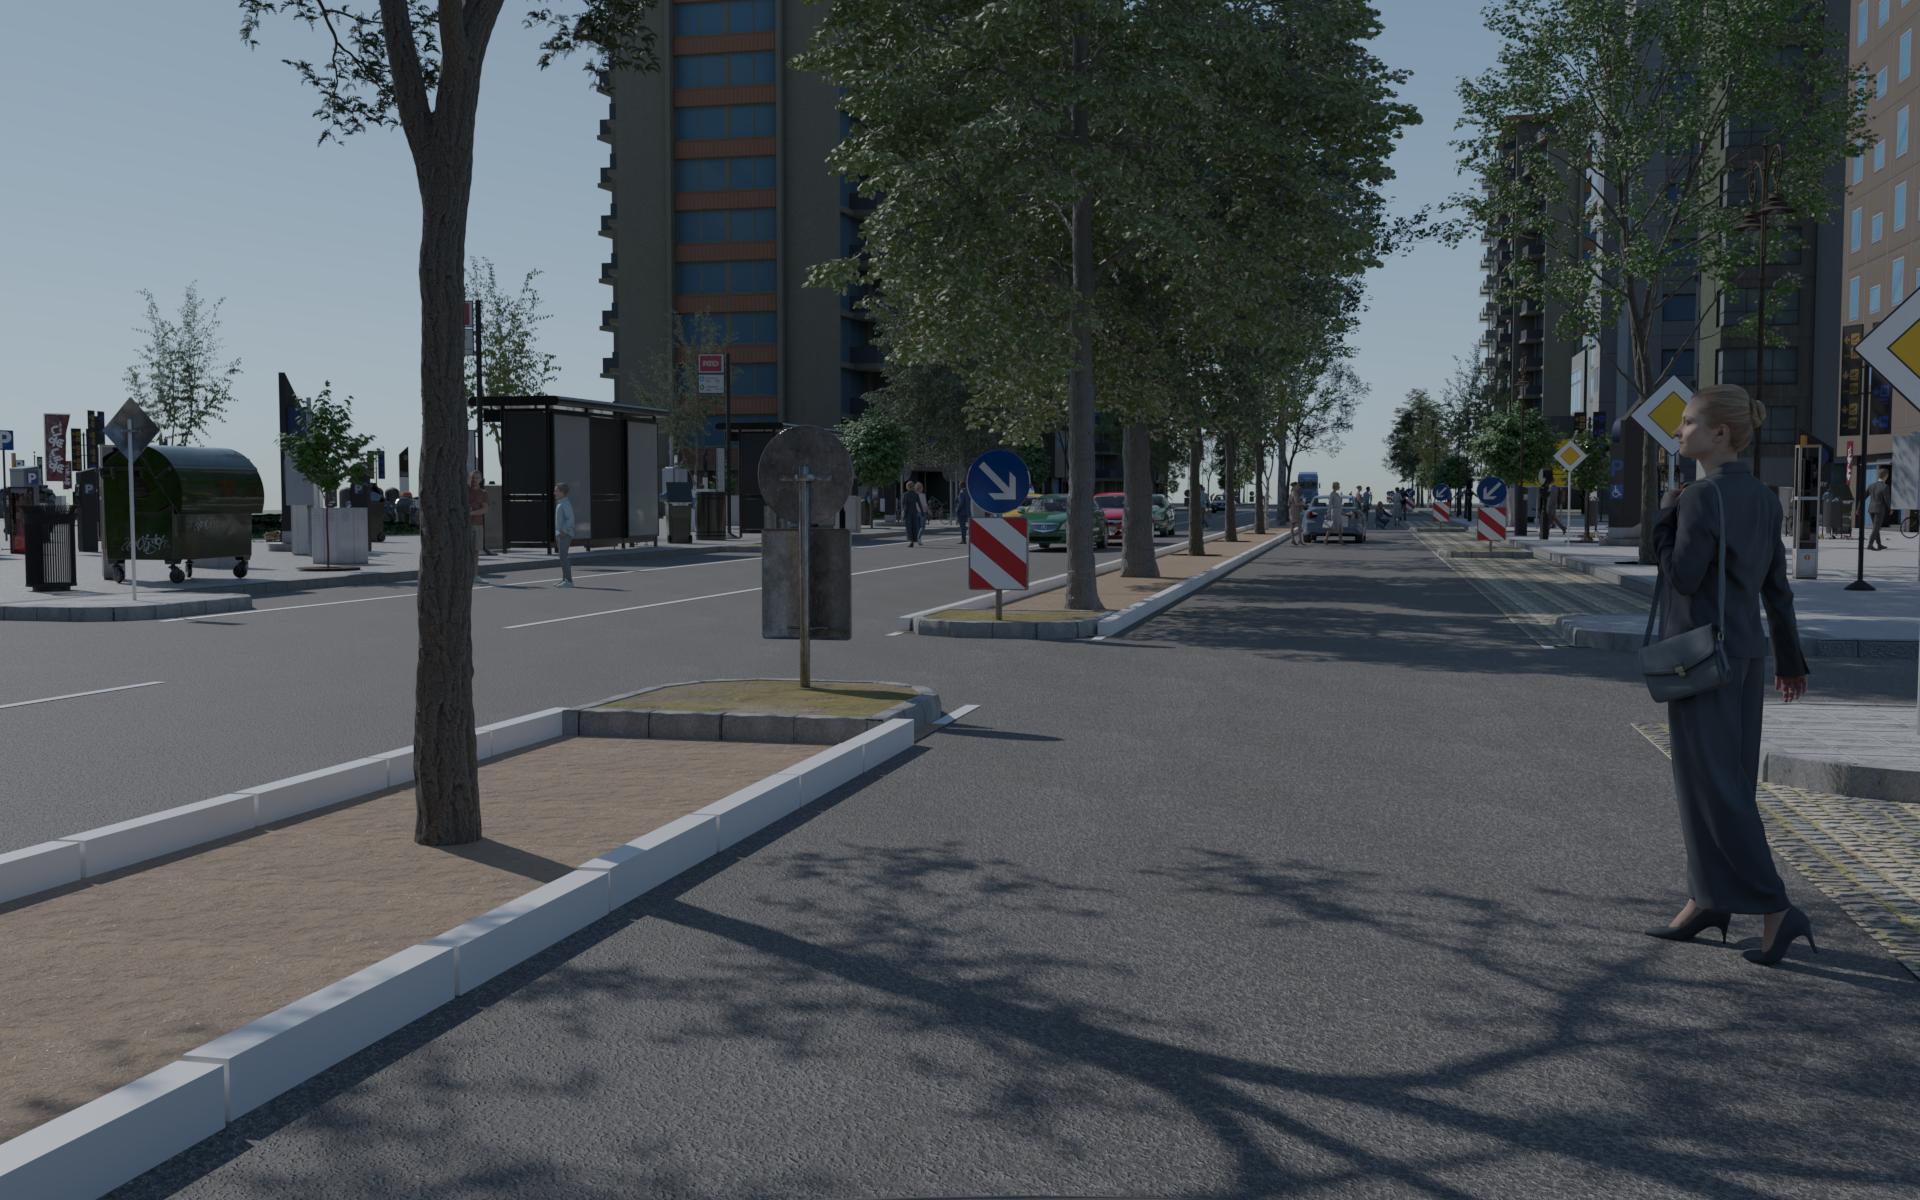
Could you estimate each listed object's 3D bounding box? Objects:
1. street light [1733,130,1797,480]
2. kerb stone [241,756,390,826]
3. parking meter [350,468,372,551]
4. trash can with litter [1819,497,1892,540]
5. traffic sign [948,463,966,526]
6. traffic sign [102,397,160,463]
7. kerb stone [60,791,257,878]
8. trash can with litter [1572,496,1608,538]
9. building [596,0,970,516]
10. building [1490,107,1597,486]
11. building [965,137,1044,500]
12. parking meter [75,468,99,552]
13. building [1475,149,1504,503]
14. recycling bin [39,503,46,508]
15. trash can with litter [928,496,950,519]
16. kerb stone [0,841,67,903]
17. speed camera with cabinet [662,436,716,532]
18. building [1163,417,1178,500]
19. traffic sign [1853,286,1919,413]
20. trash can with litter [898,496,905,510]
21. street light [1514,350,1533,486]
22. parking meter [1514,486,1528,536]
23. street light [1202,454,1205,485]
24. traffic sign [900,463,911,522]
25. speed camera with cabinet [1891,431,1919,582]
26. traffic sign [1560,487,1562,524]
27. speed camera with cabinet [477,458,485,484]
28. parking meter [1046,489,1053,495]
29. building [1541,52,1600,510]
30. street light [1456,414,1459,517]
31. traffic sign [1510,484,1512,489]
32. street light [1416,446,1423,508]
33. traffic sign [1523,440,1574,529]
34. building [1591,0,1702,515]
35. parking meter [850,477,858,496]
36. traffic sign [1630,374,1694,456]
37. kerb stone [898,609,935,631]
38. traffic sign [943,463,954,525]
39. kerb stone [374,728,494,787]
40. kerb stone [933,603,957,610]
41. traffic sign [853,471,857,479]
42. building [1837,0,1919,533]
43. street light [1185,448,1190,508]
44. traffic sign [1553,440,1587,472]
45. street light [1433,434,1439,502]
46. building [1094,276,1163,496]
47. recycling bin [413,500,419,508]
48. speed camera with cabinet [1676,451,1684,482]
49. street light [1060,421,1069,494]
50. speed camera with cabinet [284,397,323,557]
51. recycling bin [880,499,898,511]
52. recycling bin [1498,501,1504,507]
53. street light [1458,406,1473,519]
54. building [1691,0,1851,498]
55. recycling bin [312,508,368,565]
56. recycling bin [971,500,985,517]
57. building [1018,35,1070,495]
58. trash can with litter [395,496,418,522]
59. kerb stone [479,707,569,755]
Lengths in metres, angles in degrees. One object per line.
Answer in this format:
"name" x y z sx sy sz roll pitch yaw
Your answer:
"street light" 10.382 -3.039 22.477 0.468 5.910 1.993 1 4 13
"kerb stone" -2.949 0.873 7.920 0.120 0.150 1.000 1 4 13
"parking meter" -13.442 -2.027 38.845 0.399 1.863 0.255 0 4 5
"trash can with litter" 24.916 -2.302 48.687 2.233 1.210 1.678 3 5 42
"traffic sign" -0.134 -4.307 70.518 0.768 2.556 0.104 1 4 18
"traffic sign" -9.977 -1.143 20.874 0.795 2.593 0.064 1 4 13
"kerb stone" -3.182 0.935 6.914 0.120 0.150 1.000 1 4 13
"trash can with litter" 18.911 -2.446 51.047 1.678 1.210 2.233 3 5 44
"building" -10.961 -28.023 112.808 22.147 44.769 28.867 1 4 13
"building" 71.882 -33.078 195.457 22.147 44.769 28.867 1 4 13
"building" -4.139 -42.688 136.208 20.563 71.187 20.611 1 4 13
"parking meter" -19.402 -2.003 38.466 0.255 1.863 0.399 3 5 40
"building" 79.314 -37.019 224.872 23.786 49.044 30.456 1 4 13
"recycling bin" -25.863 -2.179 48.183 0.722 1.027 0.722 -3 5 -42
"trash can with litter" -1.100 -4.795 89.788 1.055 1.170 0.624 -1 4 -12
"kerb stone" -3.420 0.998 5.920 0.120 0.150 1.000 1 4 13
"speed camera with cabinet" -9.182 -3.964 59.145 2.038 3.252 0.660 2 4 29
"building" 17.333 -35.250 230.967 22.147 44.769 28.867 1 4 13
"traffic sign" 5.125 -0.424 9.115 0.795 2.593 0.064 1 4 13
"trash can with litter" -2.873 -5.163 95.808 1.055 1.170 0.624 -1 4 -9
"street light" 18.091 -5.073 55.727 0.468 5.910 1.993 1 4 13
"parking meter" 17.229 -2.737 53.164 0.372 1.533 0.369 0 3 0
"street light" 25.012 -12.579 178.454 0.468 5.910 1.993 1 4 13
"traffic sign" -2.353 -4.297 70.359 0.768 2.556 0.104 1 4 20
"speed camera with cabinet" 14.869 -1.916 25.655 2.038 3.252 0.660 -1 4 -13
"traffic sign" 23.311 -4.101 67.155 0.768 2.556 0.104 1 4 22
"speed camera with cabinet" -27.134 -6.159 95.036 2.038 3.252 0.660 -1 4 -22
"parking meter" 4.849 -5.231 93.931 0.372 1.533 0.369 0 3 0
"building" 57.707 -50.202 133.469 22.319 86.520 31.000 1 4 13
"street light" 27.845 -7.579 96.709 0.468 5.910 1.993 1 4 13
"traffic sign" 22.678 -4.356 71.323 0.768 2.556 0.104 1 4 16
"street light" 46.702 -12.486 176.930 0.468 5.910 1.993 1 4 13
"traffic sign" 21.642 -4.282 63.878 2.265 3.308 0.079 1 4 14
"building" 50.321 -34.477 105.700 21.231 58.520 28.212 1 4 13
"parking meter" -3.754 -3.348 60.450 0.255 1.863 0.399 -3 4 -38
"traffic sign" 6.952 -0.899 16.889 0.795 2.593 0.064 1 4 13
"kerb stone" -0.470 0.228 18.473 0.120 0.150 1.000 1 4 13
"traffic sign" -0.363 -4.333 70.943 0.768 2.556 0.104 1 4 18
"kerb stone" -2.715 0.812 8.916 0.120 0.150 1.000 1 4 13
"kerb stone" -0.231 0.167 19.467 0.120 0.150 1.000 1 4 13
"traffic sign" -3.987 -3.668 59.969 0.884 2.594 0.081 1 4 16
"building" 38.449 -24.836 56.185 14.600 45.320 14.200 1 4 13
"street light" 21.551 -11.668 163.557 0.468 5.910 1.993 1 4 13
"traffic sign" 14.747 -2.576 41.850 0.795 2.593 0.064 1 4 16
"street light" 35.788 -9.640 130.407 0.468 5.910 1.993 1 4 13
"building" 10.660 -33.536 202.934 22.147 44.769 28.867 1 4 13
"recycling bin" -24.768 -4.087 79.382 0.722 1.027 0.722 3 5 43
"speed camera with cabinet" 31.004 -5.009 76.237 0.660 3.252 2.038 -1 4 -10
"street light" 5.878 -7.577 96.666 0.468 5.910 1.993 1 4 13
"speed camera with cabinet" -13.669 -2.553 36.085 0.660 3.252 2.038 -1 4 -15
"recycling bin" -3.953 -5.122 96.298 0.722 1.027 0.722 -3 5 -44
"recycling bin" 25.190 -4.093 79.474 0.722 1.027 0.722 -3 5 -44
"street light" 26.113 -7.120 89.199 0.468 5.910 1.993 1 4 13
"building" 40.953 -18.781 78.764 14.160 30.474 14.107 1 4 13
"recycling bin" -11.419 -1.184 31.905 0.722 1.027 0.722 2 4 30
"recycling bin" 0.654 -4.107 79.700 0.722 1.027 0.722 -3 4 -39
"building" 2.930 -30.787 153.474 14.600 45.320 14.200 1 4 13
"trash can with litter" -20.060 -3.118 62.359 0.624 1.170 1.055 0 4 -3
"kerb stone" -2.487 0.751 9.912 0.120 0.150 1.000 1 4 13
